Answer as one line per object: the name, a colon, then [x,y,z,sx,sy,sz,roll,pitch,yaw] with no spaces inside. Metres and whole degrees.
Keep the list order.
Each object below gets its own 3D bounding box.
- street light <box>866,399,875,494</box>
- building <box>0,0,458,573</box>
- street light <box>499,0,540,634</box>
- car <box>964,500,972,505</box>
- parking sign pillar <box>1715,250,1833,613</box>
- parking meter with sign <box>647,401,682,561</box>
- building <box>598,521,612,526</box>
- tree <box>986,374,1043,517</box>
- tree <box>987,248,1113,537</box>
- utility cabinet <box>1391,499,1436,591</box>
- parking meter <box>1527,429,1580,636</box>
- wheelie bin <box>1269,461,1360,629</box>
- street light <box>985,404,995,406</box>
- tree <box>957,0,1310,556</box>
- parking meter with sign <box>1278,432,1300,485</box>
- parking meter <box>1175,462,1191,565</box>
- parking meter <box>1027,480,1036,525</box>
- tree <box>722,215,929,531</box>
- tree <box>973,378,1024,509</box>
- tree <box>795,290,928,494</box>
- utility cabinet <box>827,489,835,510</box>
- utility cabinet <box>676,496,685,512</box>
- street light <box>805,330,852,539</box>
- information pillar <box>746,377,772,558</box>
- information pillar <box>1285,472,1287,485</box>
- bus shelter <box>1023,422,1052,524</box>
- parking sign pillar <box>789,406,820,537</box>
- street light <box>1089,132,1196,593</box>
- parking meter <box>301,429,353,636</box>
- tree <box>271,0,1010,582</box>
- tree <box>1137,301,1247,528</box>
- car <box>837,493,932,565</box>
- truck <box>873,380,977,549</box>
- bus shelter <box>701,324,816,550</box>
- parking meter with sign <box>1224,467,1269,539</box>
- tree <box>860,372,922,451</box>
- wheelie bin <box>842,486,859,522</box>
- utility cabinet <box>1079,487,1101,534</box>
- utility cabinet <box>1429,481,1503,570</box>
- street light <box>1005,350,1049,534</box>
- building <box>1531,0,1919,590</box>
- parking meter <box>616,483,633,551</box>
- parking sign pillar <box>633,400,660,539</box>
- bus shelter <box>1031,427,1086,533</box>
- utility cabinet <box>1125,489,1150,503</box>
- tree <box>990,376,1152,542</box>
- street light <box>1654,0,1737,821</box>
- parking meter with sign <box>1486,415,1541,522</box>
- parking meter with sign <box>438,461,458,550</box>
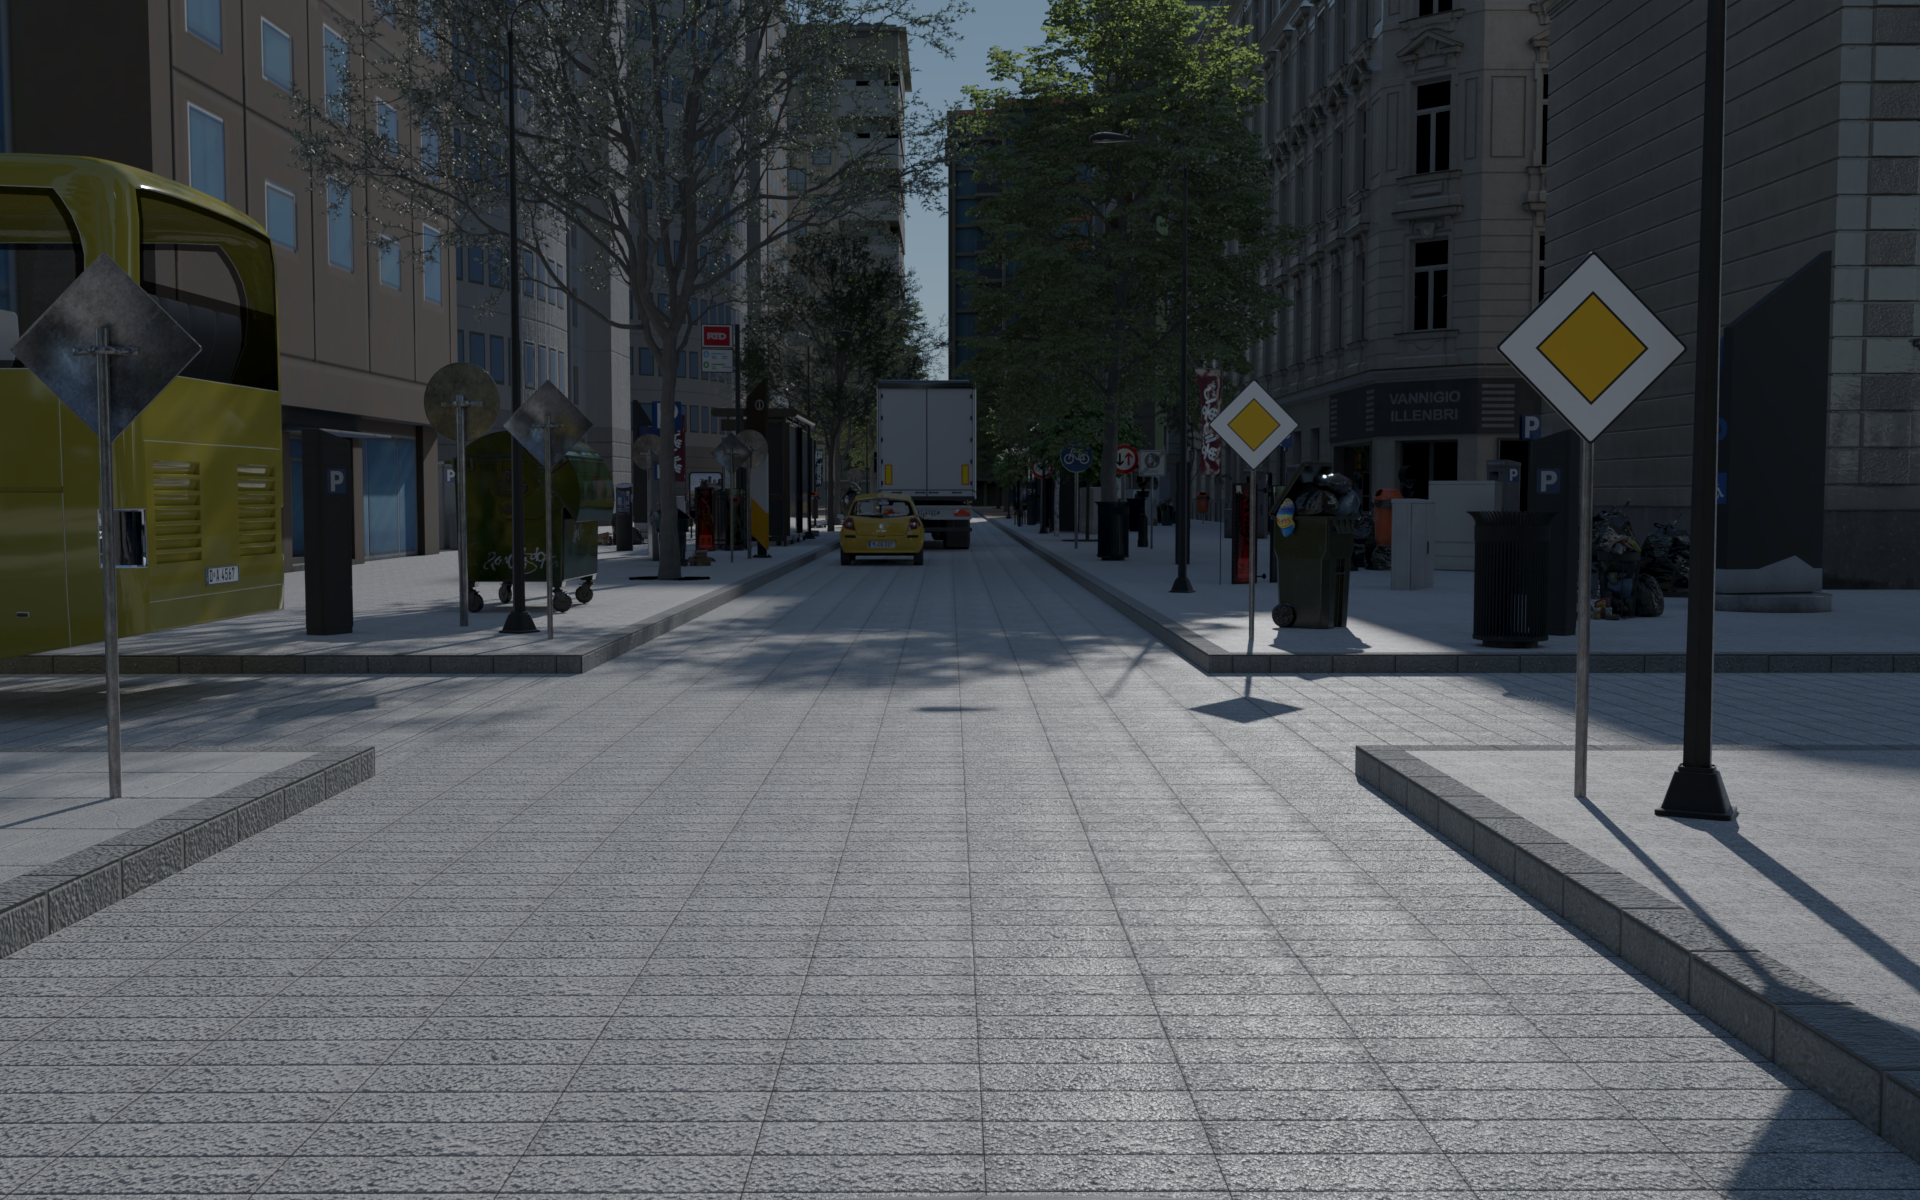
street light: [-3.899,-6.736,82.675,1.470,5.913,1.316,0,4,0]
building: [-17.658,-23.173,28.984,14.600,45.320,14.200,0,4,0]
street light: [-3.540,-2.650,15.863,1.470,5.913,1.316,0,4,0]
car: [-0.243,-5.847,105.827,2.015,1.641,3.980,0,4,-1]
parking sign pillar: [8.946,-1.882,19.243,1.447,3.967,1.447,-1,4,-17]
parking meter with sign: [-5.752,-2.271,33.393,0.543,3.016,1.738,-1,4,-17]
building: [-24.338,-31.541,57.691,21.231,58.520,28.212,0,4,0]
tree: [3.597,-8.896,95.819,4.360,8.622,3.978,0,3,0]
tree: [2.872,-6.236,52.315,4.737,8.622,4.395,0,3,0]
utility cabinet: [6.146,-0.752,23.459,0.306,1.237,1.020,2,4,32]
parking meter: [5.407,-0.617,15.798,0.255,1.863,0.399,-3,5,-43]
wheelie bin: [3.442,-0.539,16.716,0.693,1.594,0.980,3,4,38]
street light: [1.982,-7.152,89.477,1.470,5.913,1.316,0,4,0]
tree: [3.491,-7.194,35.752,7.486,12.596,7.792,0,3,0]
parking meter with sign: [8.494,-2.878,43.309,0.543,3.016,1.738,-1,4,-21]
parking meter: [4.070,-1.586,31.635,0.255,1.863,0.399,0,4,5]
parking meter: [2.940,-4.013,71.323,0.255,1.863,0.399,2,4,32]
tree: [-4.639,-7.618,58.969,8.767,10.594,7.601,2,4,31]
tree: [3.233,-13.690,149.593,9.928,11.665,9.643,0,3,0]
tree: [-4.818,-10.511,89.978,7.486,12.596,7.792,0,3,0]
utility cabinet: [-5.491,-3.993,73.962,0.318,1.500,1.173,0,4,-2]
utility cabinet: [-9.337,-2.744,56.019,1.020,1.237,0.306,3,5,42]
street light: [-3.758,-4.693,49.269,1.470,5.913,1.316,0,4,0]
information pillar: [-4.060,-2.659,34.828,0.504,3.616,0.183,2,4,27]
information pillar: [10.978,-3.236,57.407,0.304,2.012,0.304,-2,4,-26]
bus shelter: [4.026,-6.181,78.697,2.179,5.291,8.768,0,4,0]
parking sign pillar: [-4.985,-3.911,52.416,1.447,3.967,1.447,-2,4,-26]
street light: [2.359,-3.051,22.427,1.470,5.913,1.316,0,4,0]
parking meter: [-5.779,-0.620,15.850,0.255,1.863,0.399,2,4,25]
tree: [-4.393,-7.051,25.654,12.009,13.543,11.850,0,3,0]
tree: [8.575,-6.981,64.499,4.360,8.622,3.978,0,3,0]
car: [-1.599,-1.592,36.247,2.015,1.641,3.980,0,4,-1]
truck: [-1.036,-3.625,48.189,2.839,4.237,11.283,0,4,-2]
bus shelter: [-5.038,-4.035,43.608,2.179,5.291,8.768,0,4,-1]
parking meter with sign: [8.489,-3.276,49.816,1.738,3.016,0.543,1,4,23]
tree: [-4.947,-12.789,134.847,9.928,11.665,9.643,0,3,0]
wheelie bin: [-4.264,-3.663,67.795,0.693,1.594,0.980,0,4,1]
utility cabinet: [4.178,-2.874,55.671,0.318,1.500,1.173,-1,4,-17]
utility cabinet: [8.419,-1.235,28.873,1.173,1.500,0.318,3,5,42]
street light: [2.164,-5.094,55.832,1.470,5.913,1.316,0,4,0]
building: [23.645,-14.117,28.082,25.104,27.353,12.463,0,4,0]
parking meter: [-7.571,-1.875,39.068,0.372,1.533,0.369,0,3,0]
parking sign pillar: [-8.973,-3.773,50.167,1.447,3.967,1.447,1,4,17]
bus shelter: [3.453,-4.228,60.411,1.731,3.624,6.357,0,4,0]
utility cabinet: [8.050,-4.290,78.826,1.173,1.500,0.318,0,4,-5]
tree: [3.540,-3.876,47.089,4.285,4.588,4.351,0,3,0]
street light: [2.419,-2.095,6.790,1.470,5.913,1.316,0,4,0]
parking meter with sign: [12.210,-2.608,38.899,0.543,3.016,1.738,-2,4,-23]
parking meter with sign: [-12.012,-2.683,40.127,1.738,3.016,0.543,3,4,36]
